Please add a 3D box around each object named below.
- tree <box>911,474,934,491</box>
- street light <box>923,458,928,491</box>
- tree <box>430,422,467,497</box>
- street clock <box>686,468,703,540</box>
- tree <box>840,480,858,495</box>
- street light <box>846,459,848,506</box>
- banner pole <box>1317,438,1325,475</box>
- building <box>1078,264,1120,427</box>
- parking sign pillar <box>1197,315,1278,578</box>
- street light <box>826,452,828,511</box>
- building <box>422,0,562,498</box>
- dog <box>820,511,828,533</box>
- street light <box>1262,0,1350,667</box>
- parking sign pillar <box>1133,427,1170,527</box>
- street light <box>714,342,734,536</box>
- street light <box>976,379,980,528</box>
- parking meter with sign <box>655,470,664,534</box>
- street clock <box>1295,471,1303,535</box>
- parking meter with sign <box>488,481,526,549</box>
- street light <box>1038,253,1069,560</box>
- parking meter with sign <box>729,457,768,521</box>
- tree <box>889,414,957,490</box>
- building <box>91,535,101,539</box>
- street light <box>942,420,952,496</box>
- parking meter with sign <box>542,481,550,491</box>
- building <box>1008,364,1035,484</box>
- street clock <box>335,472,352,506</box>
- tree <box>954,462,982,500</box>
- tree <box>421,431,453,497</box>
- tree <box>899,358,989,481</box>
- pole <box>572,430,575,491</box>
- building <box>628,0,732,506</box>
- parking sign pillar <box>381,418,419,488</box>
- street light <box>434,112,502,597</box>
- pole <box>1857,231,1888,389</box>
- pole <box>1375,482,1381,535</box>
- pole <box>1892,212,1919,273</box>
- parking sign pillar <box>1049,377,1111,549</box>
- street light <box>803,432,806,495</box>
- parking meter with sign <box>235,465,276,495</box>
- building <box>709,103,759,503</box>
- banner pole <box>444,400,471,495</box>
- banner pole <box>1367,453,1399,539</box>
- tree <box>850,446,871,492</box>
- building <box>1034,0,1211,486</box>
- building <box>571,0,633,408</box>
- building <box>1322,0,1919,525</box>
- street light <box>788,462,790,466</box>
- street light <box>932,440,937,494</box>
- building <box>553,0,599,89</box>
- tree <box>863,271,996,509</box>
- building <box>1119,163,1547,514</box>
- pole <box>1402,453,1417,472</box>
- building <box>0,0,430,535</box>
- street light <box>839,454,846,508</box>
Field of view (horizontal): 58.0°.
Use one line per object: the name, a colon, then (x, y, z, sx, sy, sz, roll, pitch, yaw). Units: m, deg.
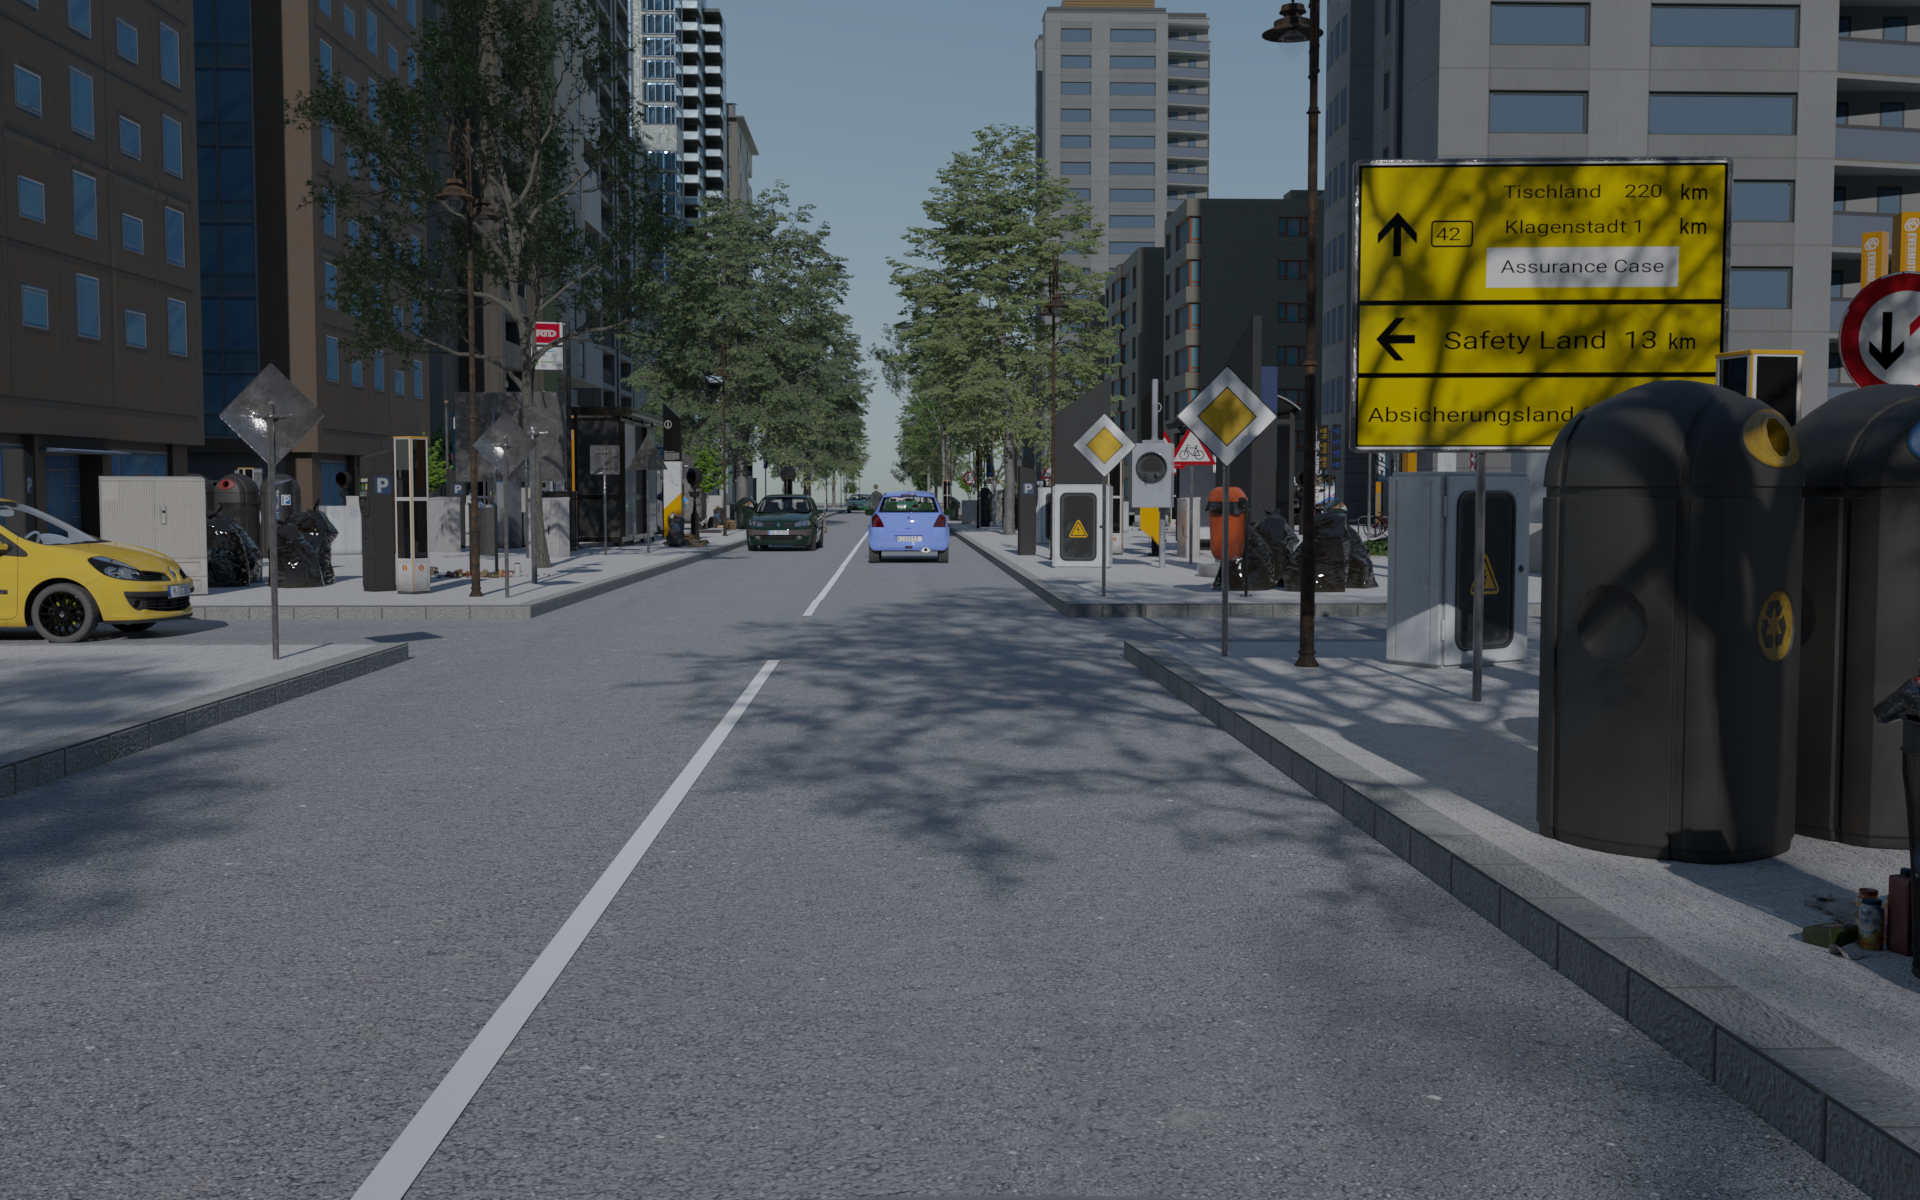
tree: (-4.684, -14.356, 218.428, 4.285, 4.588, 4.351, 0, 3, 0)
street light: (-4.055, -13.459, 192.839, 0.468, 5.910, 1.993, 0, 4, -2)
tree: (-23.482, -5.772, 78.090, 4.285, 4.588, 4.351, 0, 3, 0)
street clock: (-7.408, -2.678, 48.361, 0.471, 2.002, 0.358, 3, 5, 44)
tree: (-14.840, -14.421, 230.389, 1.663, 3.219, 1.824, 0, 3, 0)
street light: (-11.862, -12.743, 181.138, 0.468, 5.910, 1.993, 0, 4, -2)
banner pole: (13.886, -4.754, 67.743, 0.863, 3.779, 0.401, 2, 4, 27)
building: (25.169, -18.359, 145.208, 27.650, 21.520, 28.899, 0, 4, -2)
parking sign pillar: (4.429, -2.349, 26.874, 1.447, 3.967, 1.447, -1, 4, -16)
street light: (-9.979, -9.587, 129.541, 0.468, 5.910, 1.993, 0, 4, -2)
building: (-28.461, -19.269, 86.750, 14.160, 30.474, 14.107, 0, 4, -2)
dog: (-5.121, -2.860, 63.595, 0.513, 0.831, 0.800, 2, 4, 30)
street light: (2.583, -2.443, 12.724, 0.468, 5.910, 1.993, 0, 4, -2)
parking sign pillar: (7.481, -4.841, 67.625, 1.447, 3.967, 1.447, 0, 4, 5)
street light: (-7.179, -4.889, 52.726, 0.468, 5.910, 1.993, 0, 4, -2)
street light: (0.677, -5.621, 64.693, 0.468, 5.910, 1.993, 0, 4, -2)
parking meter with sign: (-9.859, -3.629, 55.599, 1.738, 3.016, 0.543, 0, 4, 4)
street clock: (10.733, -3.035, 54.185, 0.471, 2.002, 0.358, -1, 4, -19)
parking meter with sign: (-10.674, -2.730, 40.891, 0.543, 3.016, 1.738, 1, 4, 17)
street light: (1.803, -3.712, 33.474, 0.468, 5.910, 1.993, 0, 4, -2)
parking meter with sign: (-9.895, -5.183, 81.002, 1.738, 3.016, 0.543, -1, 4, -20)
tree: (-4.560, -19.239, 231.561, 9.611, 12.733, 9.660, 0, 3, 0)
building: (-28.677, -23.968, 41.989, 14.600, 45.320, 14.200, 0, 4, -2)
street light: (-0.943, -8.400, 110.121, 0.468, 5.910, 1.993, 0, 4, -2)
parking meter with sign: (-18.476, -4.899, 76.361, 0.543, 3.016, 1.738, 3, 5, 40)
building: (21.415, -24.324, 242.734, 27.650, 21.520, 28.899, 0, 4, -2)
street clock: (-19.967, -3.154, 56.130, 0.471, 2.002, 0.358, 1, 4, 23)
tree: (0.634, -6.616, 102.767, 1.663, 3.219, 1.824, 0, 3, 0)
tree: (-16.358, -3.571, 52.988, 1.663, 3.219, 1.824, 0, 3, 0)
tree: (-0.615, -12.220, 125.556, 9.928, 11.665, 9.643, 0, 3, 0)
pole: (-10.749, -3.311, 47.975, 0.158, 3.312, 0.155, 0, 3, 0)
building: (-38.238, -54.671, 206.549, 22.319, 86.520, 31.000, 0, 4, -2)
parking sign pillar: (-19.798, -4.449, 61.212, 1.447, 3.967, 1.447, -2, 4, -33)
street light: (-6.058, -2.980, 21.506, 0.468, 5.910, 1.993, 0, 4, -2)
pole: (7.139, -1.209, 13.603, 0.158, 3.312, 0.155, 0, 3, 0)
pole: (13.150, -3.706, 54.431, 0.158, 3.312, 0.155, 0, 3, 0)
pole: (6.873, -1.151, 12.655, 0.158, 3.312, 0.155, 0, 3, 0)
parking sign pillar: (2.792, -3.148, 39.949, 1.447, 3.967, 1.447, 0, 4, -6)
street light: (-8.818, -7.659, 98.014, 0.468, 5.910, 1.993, 0, 4, -2)
parking meter with sign: (-21.358, -3.408, 51.981, 0.543, 3.016, 1.738, 3, 5, 44)
building: (-42.650, -39.631, 237.199, 28.713, 52.752, 27.495, 0, 4, -2)
banner pole: (-13.424, -3.429, 46.077, 0.863, 3.779, 0.401, 1, 4, 12)
banner pole: (10.496, -3.277, 43.597, 0.863, 3.779, 0.401, -2, 4, -27)
tree: (-12.321, -14.911, 194.153, 4.360, 8.622, 3.978, 0, 3, 0)
building: (19.718, -41.041, 213.021, 21.231, 58.520, 28.212, 0, 4, -2)
building: (-33.983, -42.435, 132.072, 20.563, 71.187, 20.611, 0, 4, -2)
building: (26.516, -32.496, 73.307, 21.231, 58.520, 28.212, 0, 4, -2)
street light: (-8.370, -6.850, 84.793, 0.468, 5.910, 1.993, 0, 4, -2)
street light: (-2.055, -10.309, 141.341, 0.468, 5.910, 1.993, 0, 4, -2)
building: (-37.834, -31.745, 108.261, 28.713, 52.752, 27.495, 0, 4, -2)
tree: (-2.262, -17.976, 149.803, 12.611, 20.169, 13.585, 0, 3, 0)
building: (26.521, -16.597, 116.393, 27.650, 21.520, 28.899, 0, 4, -2)
pole: (6.731, -1.963, 25.941, 0.158, 3.312, 0.155, 0, 3, 0)
building: (-28.856, -25.324, 64.155, 14.600, 45.320, 14.200, 0, 4, -2)
street light: (-11.063, -11.505, 160.893, 0.468, 5.910, 1.993, 0, 4, -2)
